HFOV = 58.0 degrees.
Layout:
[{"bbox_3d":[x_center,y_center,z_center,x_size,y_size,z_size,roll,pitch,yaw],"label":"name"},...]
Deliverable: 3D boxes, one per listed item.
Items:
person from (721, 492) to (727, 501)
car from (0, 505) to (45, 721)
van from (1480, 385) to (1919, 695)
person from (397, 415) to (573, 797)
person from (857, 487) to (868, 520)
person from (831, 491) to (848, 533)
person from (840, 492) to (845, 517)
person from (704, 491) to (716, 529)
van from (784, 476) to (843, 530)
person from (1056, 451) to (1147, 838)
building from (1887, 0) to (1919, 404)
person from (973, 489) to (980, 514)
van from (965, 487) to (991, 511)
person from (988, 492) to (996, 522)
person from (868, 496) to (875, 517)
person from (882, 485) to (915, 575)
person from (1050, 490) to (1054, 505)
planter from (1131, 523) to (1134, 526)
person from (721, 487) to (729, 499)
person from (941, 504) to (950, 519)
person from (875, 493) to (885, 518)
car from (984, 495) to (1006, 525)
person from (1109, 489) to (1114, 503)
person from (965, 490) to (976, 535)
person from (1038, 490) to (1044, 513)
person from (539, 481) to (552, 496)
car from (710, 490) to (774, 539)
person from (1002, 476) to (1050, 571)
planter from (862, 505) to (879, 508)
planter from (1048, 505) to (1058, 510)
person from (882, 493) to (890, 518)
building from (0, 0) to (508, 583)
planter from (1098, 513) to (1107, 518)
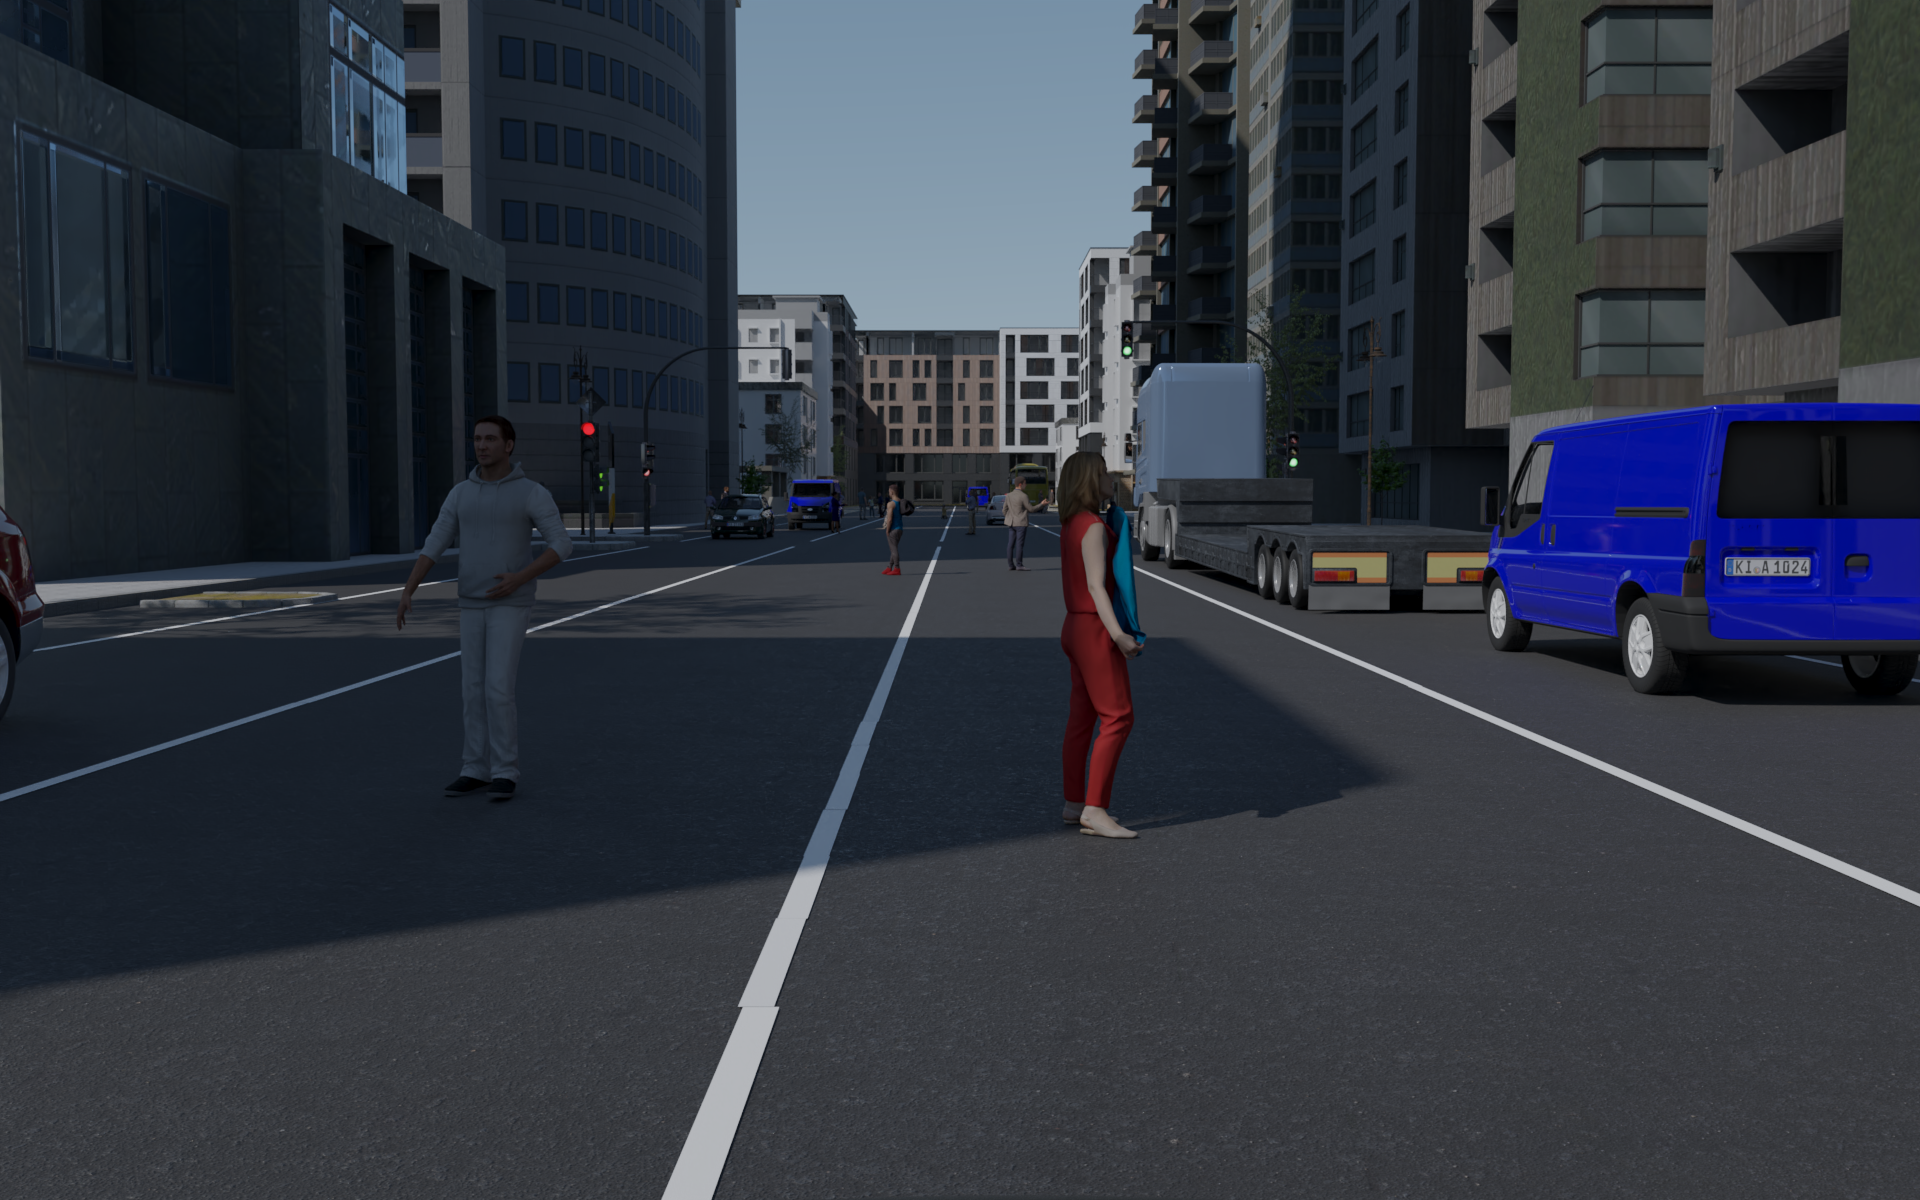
[{"bbox_3d":[-8.476,-3.158,62.821,0.574,1.496,0.600,-2,4,-28],"label":"person"},{"bbox_3d":[-6.802,-0.004,8.732,2.281,1.827,5.304,0,4,1],"label":"car"},{"bbox_3d":[5.811,-0.590,14.026,2.240,2.365,5.245,0,4,0],"label":"van"},{"bbox_3d":[-2.273,0.027,8.199,0.875,1.805,0.789,1,4,12],"label":"person"},{"bbox_3d":[-5.400,-5.362,96.301,0.598,1.807,0.434,3,5,45],"label":"person"},{"bbox_3d":[-4.436,-3.189,63.010,0.453,1.535,0.546,3,5,45],"label":"person"},{"bbox_3d":[-7.583,-6.089,110.116,0.516,1.574,0.319,0,4,-2],"label":"person"},{"bbox_3d":[-10.306,-3.717,71.336,0.516,1.574,0.319,1,4,16],"label":"person"},{"bbox_3d":[-5.931,-4.073,70.973,2.240,2.365,5.245,0,3,0],"label":"van"},{"bbox_3d":[0.609,0.169,7.447,0.444,1.614,0.593,1,4,15],"label":"person"},{"bbox_3d":[18.560,-16.267,37.671,14.160,30.474,14.107,0,3,0],"label":"building"},{"bbox_3d":[1.139,-7.049,123.880,0.434,1.807,0.598,-3,5,-41],"label":"person"},{"bbox_3d":[1.585,-9.034,152.083,2.240,2.365,5.245,0,3,0],"label":"van"},{"bbox_3d":[1.646,-4.750,88.430,0.388,1.546,0.482,1,4,19],"label":"person"},{"bbox_3d":[-5.395,-5.752,106.457,0.340,1.345,0.435,3,5,39],"label":"person"},{"bbox_3d":[-1.139,-1.242,30.669,0.662,1.594,0.647,1,4,22],"label":"person"},{"bbox_3d":[10.445,-11.565,195.690,0.434,1.755,0.990,1,4,23],"label":"person"},{"bbox_3d":[8.692,-3.513,78.578,1.991,0.319,1.994,0,3,0],"label":"planter"},{"bbox_3d":[-9.204,-3.622,68.536,0.431,1.722,0.655,1,4,17],"label":"person"},{"bbox_3d":[-0.852,-5.070,99.324,0.347,0.859,0.695,1,4,22],"label":"person"},{"bbox_3d":[-4.878,-5.722,104.749,0.600,1.496,0.574,0,4,8],"label":"person"},{"bbox_3d":[2.180,-4.241,81.704,2.083,1.381,4.827,0,4,0],"label":"car"},{"bbox_3d":[11.254,-7.537,130.093,0.721,1.723,1.217,0,4,1],"label":"person"},{"bbox_3d":[0.376,-3.092,61.120,0.319,1.574,0.516,2,4,33],"label":"person"},{"bbox_3d":[6.058,-7.248,127.529,0.617,1.759,0.750,-3,4,-37],"label":"person"},{"bbox_3d":[-14.866,-3.351,61.555,0.841,1.734,0.376,0,4,7],"label":"person"},{"bbox_3d":[-7.064,-2.851,56.408,2.009,1.686,4.222,0,3,0],"label":"car"},{"bbox_3d":[1.236,-1.433,32.467,0.750,1.759,0.617,-2,4,-28],"label":"person"},{"bbox_3d":[-9.361,-9.895,182.920,1.991,0.319,1.994,0,3,0],"label":"planter"},{"bbox_3d":[8.713,-8.277,156.464,1.991,0.319,1.994,0,3,0],"label":"planter"},{"bbox_3d":[-4.426,-5.668,103.713,0.613,1.512,0.480,1,4,11],"label":"person"},{"bbox_3d":[-27.388,-43.993,31.958,31.000,86.520,22.319,0,3,0],"label":"building"},{"bbox_3d":[8.703,-5.161,105.521,1.991,0.319,1.994,0,3,0],"label":"planter"}]
